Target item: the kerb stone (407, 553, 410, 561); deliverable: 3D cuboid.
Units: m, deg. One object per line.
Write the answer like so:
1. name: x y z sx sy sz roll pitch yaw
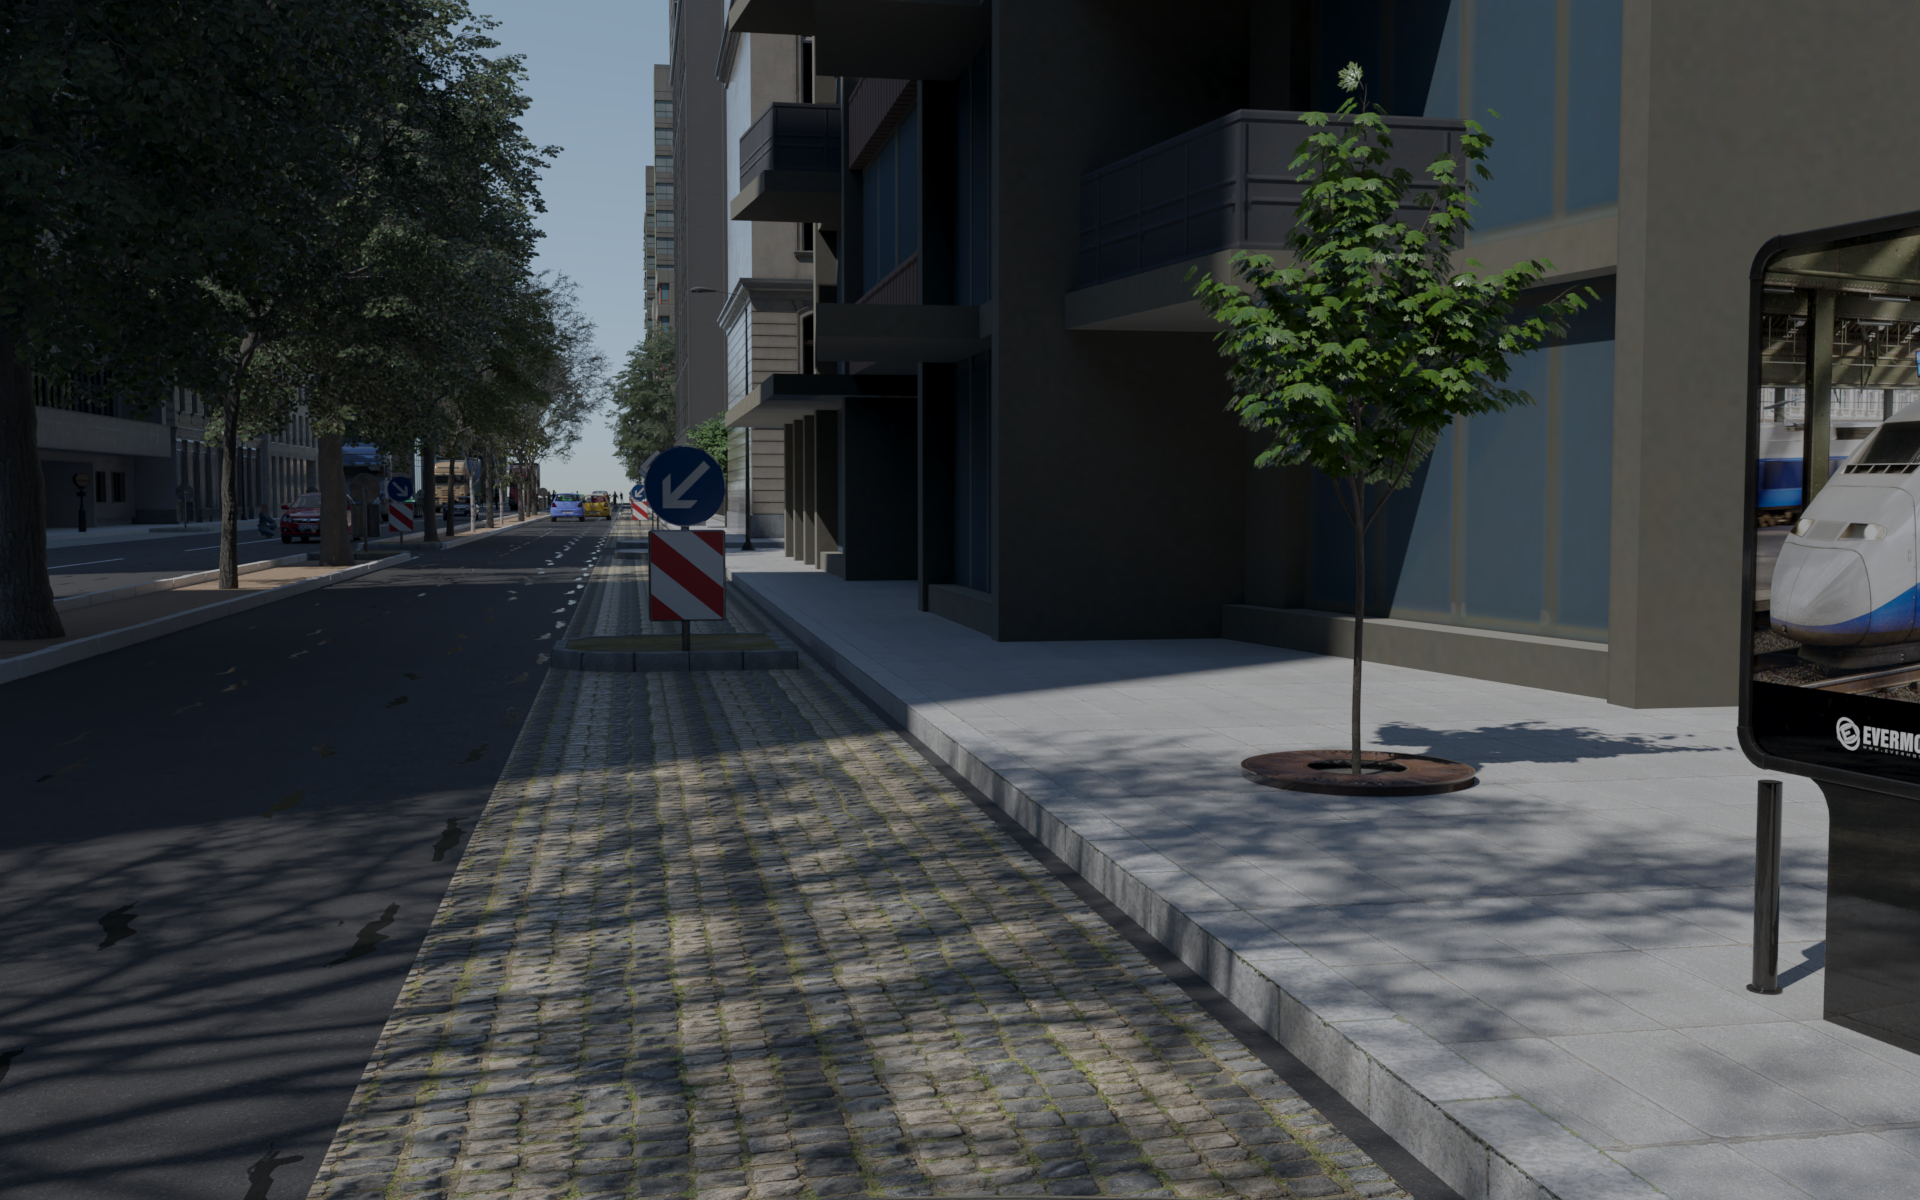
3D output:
1. kerb stone: -11.905 -0.912 37.100 0.120 0.150 1.000 -1 4 -11

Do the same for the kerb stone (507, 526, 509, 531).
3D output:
1. kerb stone: -17.598 -2.731 66.840 0.120 0.150 1.000 -1 4 -11

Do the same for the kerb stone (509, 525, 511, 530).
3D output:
1. kerb stone: -17.792 -2.792 67.843 0.120 0.150 1.000 -1 4 -11

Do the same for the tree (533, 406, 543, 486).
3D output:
1. tree: -21.297 -7.794 80.248 4.360 8.622 3.978 0 3 0

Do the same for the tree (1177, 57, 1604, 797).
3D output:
1. tree: 1.723 -0.811 7.863 1.663 3.219 1.824 0 3 0

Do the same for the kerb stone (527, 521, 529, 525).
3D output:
1. kerb stone: -20.112 -3.526 79.919 0.120 0.150 1.000 -1 4 -11

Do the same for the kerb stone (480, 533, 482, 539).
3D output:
1. kerb stone: -15.280 -1.986 54.734 0.120 0.150 1.000 -1 4 -11

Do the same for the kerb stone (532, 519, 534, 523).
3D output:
1. kerb stone: -20.877 -3.771 83.951 0.120 0.150 1.000 -1 4 -11

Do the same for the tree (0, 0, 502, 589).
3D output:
1. tree: -10.952 -5.413 25.373 8.767 10.594 7.601 -1 4 -11

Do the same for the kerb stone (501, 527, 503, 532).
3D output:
1. kerb stone: -17.023 -2.543 63.822 0.120 0.150 1.000 -1 4 -11

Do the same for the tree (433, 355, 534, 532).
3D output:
1. tree: -18.073 -6.802 64.025 4.360 8.622 3.978 0 3 0

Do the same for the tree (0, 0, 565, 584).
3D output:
1. tree: -12.384 -7.636 33.968 9.857 13.997 8.962 0 3 0

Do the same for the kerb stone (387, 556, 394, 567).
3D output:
1. kerb stone: -11.321 -0.727 34.090 0.120 0.150 1.000 -1 4 -11

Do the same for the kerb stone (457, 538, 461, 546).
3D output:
1. kerb stone: -13.923 -1.557 47.689 0.120 0.150 1.000 -1 4 -11

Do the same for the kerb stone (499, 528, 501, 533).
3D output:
1. kerb stone: -16.828 -2.479 62.810 0.120 0.150 1.000 -1 4 -11

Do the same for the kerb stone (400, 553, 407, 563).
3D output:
1. kerb stone: -11.707 -0.850 36.097 0.120 0.150 1.000 -1 4 -11

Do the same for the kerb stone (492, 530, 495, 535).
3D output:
1. kerb stone: -16.246 -2.296 59.775 0.120 0.150 1.000 -1 4 -11

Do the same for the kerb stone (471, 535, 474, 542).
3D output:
1. kerb stone: -14.699 -1.802 51.710 0.120 0.150 1.000 -1 4 -11

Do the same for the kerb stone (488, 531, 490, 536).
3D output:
1. kerb stone: -15.865 -2.175 57.754 0.120 0.150 1.000 -1 4 -11

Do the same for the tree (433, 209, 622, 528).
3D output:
1. tree: -19.673 -9.735 71.990 12.009 13.543 11.850 0 3 0

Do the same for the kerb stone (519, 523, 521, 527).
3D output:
1. kerb stone: -18.945 -3.160 73.881 0.120 0.150 1.000 -1 4 -11

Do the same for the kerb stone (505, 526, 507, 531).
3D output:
1. kerb stone: -17.404 -2.665 65.834 0.120 0.150 1.000 -1 4 -11

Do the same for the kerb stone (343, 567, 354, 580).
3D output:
1. kerb stone: -10.354 -0.419 29.054 0.120 0.150 1.000 -1 4 -11

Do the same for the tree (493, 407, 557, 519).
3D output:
1. tree: -24.662 -8.849 97.507 4.737 8.622 4.395 0 3 0

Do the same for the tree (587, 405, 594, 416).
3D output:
1. tree: -26.384 -10.302 105.310 8.767 10.594 7.601 -1 4 -11

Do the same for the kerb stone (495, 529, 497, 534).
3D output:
1. kerb stone: -16.439 -2.359 60.788 0.120 0.150 1.000 -1 4 -11

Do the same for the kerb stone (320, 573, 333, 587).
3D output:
1. kerb stone: -9.978 -0.296 27.034 0.120 0.150 1.000 -1 4 -11

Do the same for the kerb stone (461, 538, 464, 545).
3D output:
1. kerb stone: -14.122 -1.621 48.698 0.120 0.150 1.000 -1 4 -11

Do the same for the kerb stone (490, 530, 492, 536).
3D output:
1. kerb stone: -16.051 -2.237 58.765 0.120 0.150 1.000 -1 4 -11

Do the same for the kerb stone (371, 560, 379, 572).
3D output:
1. kerb stone: -10.935 -0.596 32.078 0.120 0.150 1.000 -1 4 -11

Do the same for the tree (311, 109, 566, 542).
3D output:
1. tree: -15.465 -7.943 50.456 7.486 12.596 7.792 0 3 0

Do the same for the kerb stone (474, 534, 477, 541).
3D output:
1. kerb stone: -14.891 -1.863 52.715 0.120 0.150 1.000 -1 4 -11

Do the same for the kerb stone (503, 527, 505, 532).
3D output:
1. kerb stone: -17.214 -2.608 64.829 0.120 0.150 1.000 -1 4 -11

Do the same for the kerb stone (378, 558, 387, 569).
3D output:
1. kerb stone: -11.130 -0.666 33.081 0.120 0.150 1.000 -1 4 -11

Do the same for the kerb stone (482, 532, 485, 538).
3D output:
1. kerb stone: -15.475 -2.048 55.737 0.120 0.150 1.000 -1 4 -11

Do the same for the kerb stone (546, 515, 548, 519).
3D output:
1. kerb stone: -23.580 -4.640 98.057 0.120 0.150 1.000 -1 4 -11

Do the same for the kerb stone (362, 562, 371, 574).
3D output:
1. kerb stone: -10.743 -0.542 31.061 0.120 0.150 1.000 -1 4 -11

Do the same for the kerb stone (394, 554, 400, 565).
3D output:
1. kerb stone: -11.519 -0.789 35.093 0.120 0.150 1.000 -1 4 -11

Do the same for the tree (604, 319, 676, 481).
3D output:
1. tree: -21.550 -13.535 127.954 9.857 13.997 8.962 0 3 0

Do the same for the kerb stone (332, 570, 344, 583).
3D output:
1. kerb stone: -10.166 -0.355 28.049 0.120 0.150 1.000 -1 4 -11

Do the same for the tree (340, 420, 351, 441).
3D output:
1. tree: -41.857 -9.996 113.789 4.737 8.622 4.395 0 3 0

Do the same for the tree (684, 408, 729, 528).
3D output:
1. tree: -9.068 -5.057 66.398 4.285 4.588 4.351 0 3 0

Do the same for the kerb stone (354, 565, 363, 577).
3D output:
1. kerb stone: -10.549 -0.481 30.057 0.120 0.150 1.000 -1 4 -11

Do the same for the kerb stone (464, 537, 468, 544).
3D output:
1. kerb stone: -14.312 -1.681 49.703 0.120 0.150 1.000 -1 4 -11

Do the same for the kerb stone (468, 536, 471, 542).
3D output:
1. kerb stone: -14.507 -1.744 50.706 0.120 0.150 1.000 -1 4 -11

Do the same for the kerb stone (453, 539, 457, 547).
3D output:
1. kerb stone: -13.732 -1.496 46.679 0.120 0.150 1.000 -1 4 -11

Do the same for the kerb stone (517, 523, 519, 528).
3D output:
1. kerb stone: -18.756 -3.099 72.867 0.120 0.150 1.000 -1 4 -11

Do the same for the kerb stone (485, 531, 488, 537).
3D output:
1. kerb stone: -15.664 -2.113 56.745 0.120 0.150 1.000 -1 4 -11

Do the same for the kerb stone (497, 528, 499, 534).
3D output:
1. kerb stone: -16.628 -2.419 61.794 0.120 0.150 1.000 -1 4 -11

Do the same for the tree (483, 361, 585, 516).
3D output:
1. tree: -28.274 -11.384 114.333 9.928 11.665 9.643 0 3 0

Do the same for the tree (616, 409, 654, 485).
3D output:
1. tree: -35.510 -17.520 203.464 9.611 12.733 9.660 0 3 0

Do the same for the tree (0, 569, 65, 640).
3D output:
1. tree: -9.232 -6.576 16.626 9.857 13.997 8.962 0 3 0

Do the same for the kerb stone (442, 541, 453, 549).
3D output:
1. kerb stone: -13.547 -1.436 45.674 0.120 0.150 1.000 -1 4 -11

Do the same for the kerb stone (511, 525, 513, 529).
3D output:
1. kerb stone: -17.981 -2.854 68.853 0.120 0.150 1.000 -1 4 -11

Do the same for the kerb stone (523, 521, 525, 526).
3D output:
1. kerb stone: -19.526 -3.346 76.907 0.120 0.150 1.000 -1 4 -11

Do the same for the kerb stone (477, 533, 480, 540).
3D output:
1. kerb stone: -15.084 -1.928 53.725 0.120 0.150 1.000 -1 4 -11

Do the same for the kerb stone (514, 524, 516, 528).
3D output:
1. kerb stone: -18.373 -2.976 70.859 0.120 0.150 1.000 -1 4 -11

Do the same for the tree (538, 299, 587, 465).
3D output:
1. tree: -17.215 -7.406 57.950 8.767 10.594 7.601 -1 4 -11
